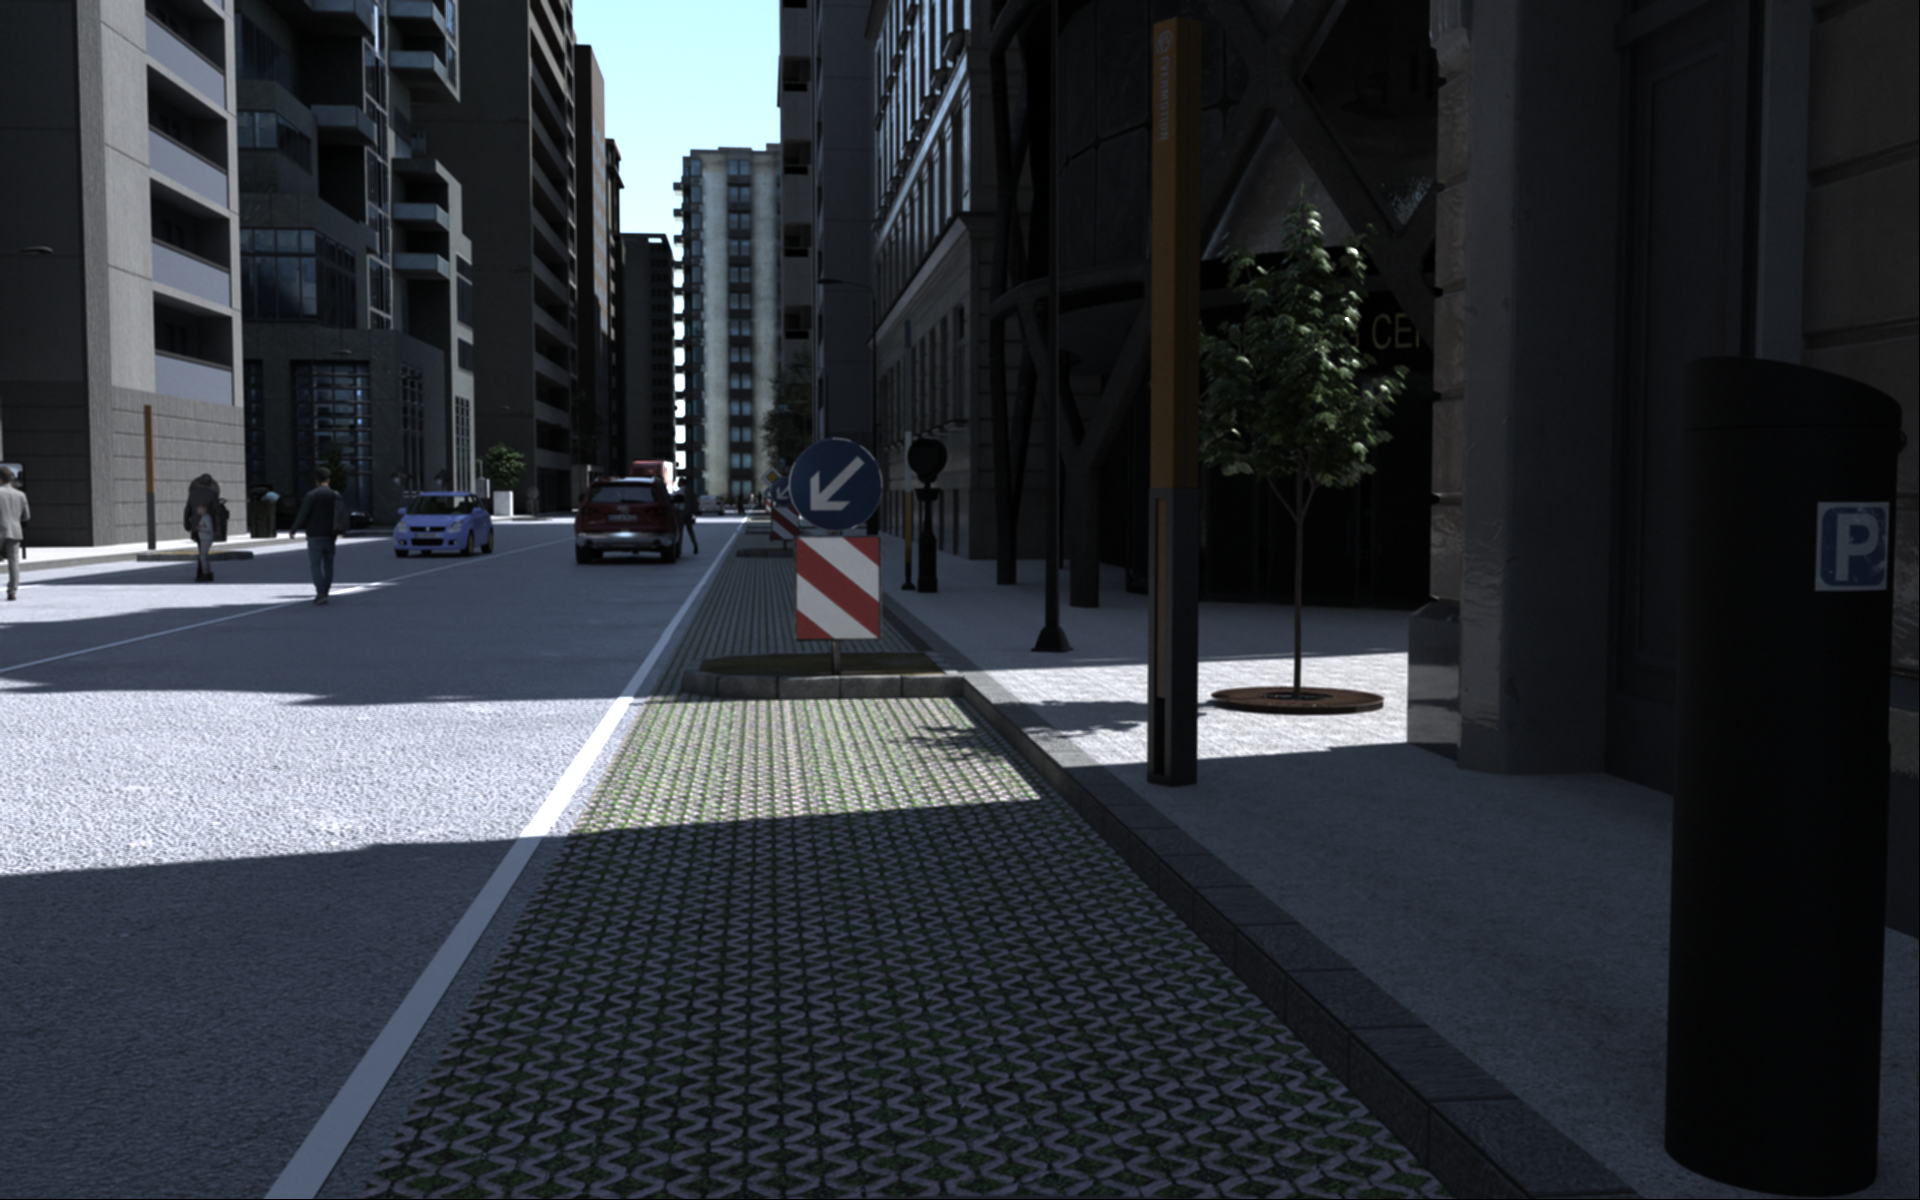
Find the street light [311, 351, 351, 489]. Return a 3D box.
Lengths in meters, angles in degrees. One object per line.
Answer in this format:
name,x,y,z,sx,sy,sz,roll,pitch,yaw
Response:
street light,-20.421,-5.117,56.212,1.470,5.913,1.316,0,4,-7

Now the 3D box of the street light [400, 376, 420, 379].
street light,-21.900,-5.847,68.144,1.470,5.913,1.316,0,4,-7

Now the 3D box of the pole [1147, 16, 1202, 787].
pole,0.940,-0.840,7.581,0.158,3.312,0.155,0,3,0

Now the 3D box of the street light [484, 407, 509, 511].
street light,-24.646,-7.305,91.985,1.470,5.913,1.316,0,4,-7

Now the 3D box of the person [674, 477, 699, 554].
person,-6.555,-2.011,41.487,0.679,1.850,0.850,-3,5,-44

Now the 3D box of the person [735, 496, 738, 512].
person,-17.712,-7.636,137.616,0.475,1.303,0.640,2,4,28

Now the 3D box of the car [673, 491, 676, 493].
car,-33.084,-11.864,202.649,2.281,1.827,5.304,0,4,-6

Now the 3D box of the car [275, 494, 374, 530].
car,-23.805,-3.297,63.698,4.222,1.686,2.009,0,4,-7

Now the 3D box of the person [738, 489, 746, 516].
person,-14.605,-6.521,115.544,0.576,1.772,0.534,2,4,32

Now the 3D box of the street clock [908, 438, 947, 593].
street clock,-0.424,-1.100,22.549,0.471,2.002,0.358,2,4,33

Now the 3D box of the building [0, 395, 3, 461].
building,-26.997,-15.751,29.233,14.160,30.474,14.107,0,4,-7

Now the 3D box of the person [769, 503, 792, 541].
person,-5.351,-2.662,52.124,0.778,1.811,0.616,-3,5,-40

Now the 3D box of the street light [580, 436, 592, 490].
street light,-30.007,-10.202,139.345,1.470,5.913,1.316,0,4,-7

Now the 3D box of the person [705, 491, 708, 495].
person,-28.237,-11.273,193.369,0.434,1.755,0.990,-2,4,-28

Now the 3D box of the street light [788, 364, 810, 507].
street light,-5.301,-5.475,62.056,1.470,5.913,1.316,0,4,-7

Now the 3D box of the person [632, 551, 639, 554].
person,-7.868,-2.033,41.868,0.709,1.813,0.853,-3,4,-37

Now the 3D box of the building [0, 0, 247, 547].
building,-36.000,-30.891,47.075,28.212,58.520,21.231,0,4,-7

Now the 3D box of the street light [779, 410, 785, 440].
street light,-9.131,-7.549,95.962,1.470,5.913,1.316,0,4,-7

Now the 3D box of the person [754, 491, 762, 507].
person,-22.186,-11.107,190.622,0.750,1.759,0.617,-2,4,-31

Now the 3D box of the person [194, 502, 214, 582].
person,-12.362,-0.950,28.313,0.425,1.301,0.394,3,5,39

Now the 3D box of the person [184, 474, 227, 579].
person,-12.839,-1.262,29.531,0.661,1.777,0.834,0,4,1

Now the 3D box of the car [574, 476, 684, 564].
car,-7.100,-1.750,37.278,2.281,1.827,5.304,0,4,-7

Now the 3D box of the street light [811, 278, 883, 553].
street light,-2.388,-3.972,37.485,1.470,5.913,1.316,0,4,-7

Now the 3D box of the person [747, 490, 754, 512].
person,-16.860,-7.971,139.666,0.563,1.720,0.643,-3,4,-36

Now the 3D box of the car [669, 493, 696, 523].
car,-13.693,-4.540,83.269,2.155,1.783,4.494,0,4,-5

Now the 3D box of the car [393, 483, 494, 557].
car,-12.070,-1.894,40.550,1.945,1.707,3.694,0,4,-5

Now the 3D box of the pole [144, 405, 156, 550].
pole,-18.617,-2.811,39.809,0.158,3.312,0.155,0,3,0

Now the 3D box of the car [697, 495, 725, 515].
car,-17.037,-6.454,117.887,2.083,1.381,4.827,0,4,-5

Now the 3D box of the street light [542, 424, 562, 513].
street light,-27.232,-8.745,115.518,1.470,5.913,1.316,0,4,-7

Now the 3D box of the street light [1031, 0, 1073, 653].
street light,0.217,-2.533,13.954,1.470,5.913,1.316,0,4,-7

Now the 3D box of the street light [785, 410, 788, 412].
street light,-6.460,-6.110,72.439,1.470,5.913,1.316,0,4,-7

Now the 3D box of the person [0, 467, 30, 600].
person,-12.956,-0.900,23.413,0.583,1.804,0.606,2,4,31

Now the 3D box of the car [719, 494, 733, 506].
car,-29.000,-12.457,213.887,2.015,1.641,3.980,0,4,-6

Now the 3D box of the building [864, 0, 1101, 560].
building,5.772,-13.131,47.982,16.112,22.955,30.059,0,4,-7

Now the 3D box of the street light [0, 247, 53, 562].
street light,-17.773,-3.679,32.686,1.470,5.913,1.316,0,4,-7

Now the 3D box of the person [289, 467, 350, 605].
person,-8.331,-0.843,22.636,0.721,1.781,0.623,2,4,31
